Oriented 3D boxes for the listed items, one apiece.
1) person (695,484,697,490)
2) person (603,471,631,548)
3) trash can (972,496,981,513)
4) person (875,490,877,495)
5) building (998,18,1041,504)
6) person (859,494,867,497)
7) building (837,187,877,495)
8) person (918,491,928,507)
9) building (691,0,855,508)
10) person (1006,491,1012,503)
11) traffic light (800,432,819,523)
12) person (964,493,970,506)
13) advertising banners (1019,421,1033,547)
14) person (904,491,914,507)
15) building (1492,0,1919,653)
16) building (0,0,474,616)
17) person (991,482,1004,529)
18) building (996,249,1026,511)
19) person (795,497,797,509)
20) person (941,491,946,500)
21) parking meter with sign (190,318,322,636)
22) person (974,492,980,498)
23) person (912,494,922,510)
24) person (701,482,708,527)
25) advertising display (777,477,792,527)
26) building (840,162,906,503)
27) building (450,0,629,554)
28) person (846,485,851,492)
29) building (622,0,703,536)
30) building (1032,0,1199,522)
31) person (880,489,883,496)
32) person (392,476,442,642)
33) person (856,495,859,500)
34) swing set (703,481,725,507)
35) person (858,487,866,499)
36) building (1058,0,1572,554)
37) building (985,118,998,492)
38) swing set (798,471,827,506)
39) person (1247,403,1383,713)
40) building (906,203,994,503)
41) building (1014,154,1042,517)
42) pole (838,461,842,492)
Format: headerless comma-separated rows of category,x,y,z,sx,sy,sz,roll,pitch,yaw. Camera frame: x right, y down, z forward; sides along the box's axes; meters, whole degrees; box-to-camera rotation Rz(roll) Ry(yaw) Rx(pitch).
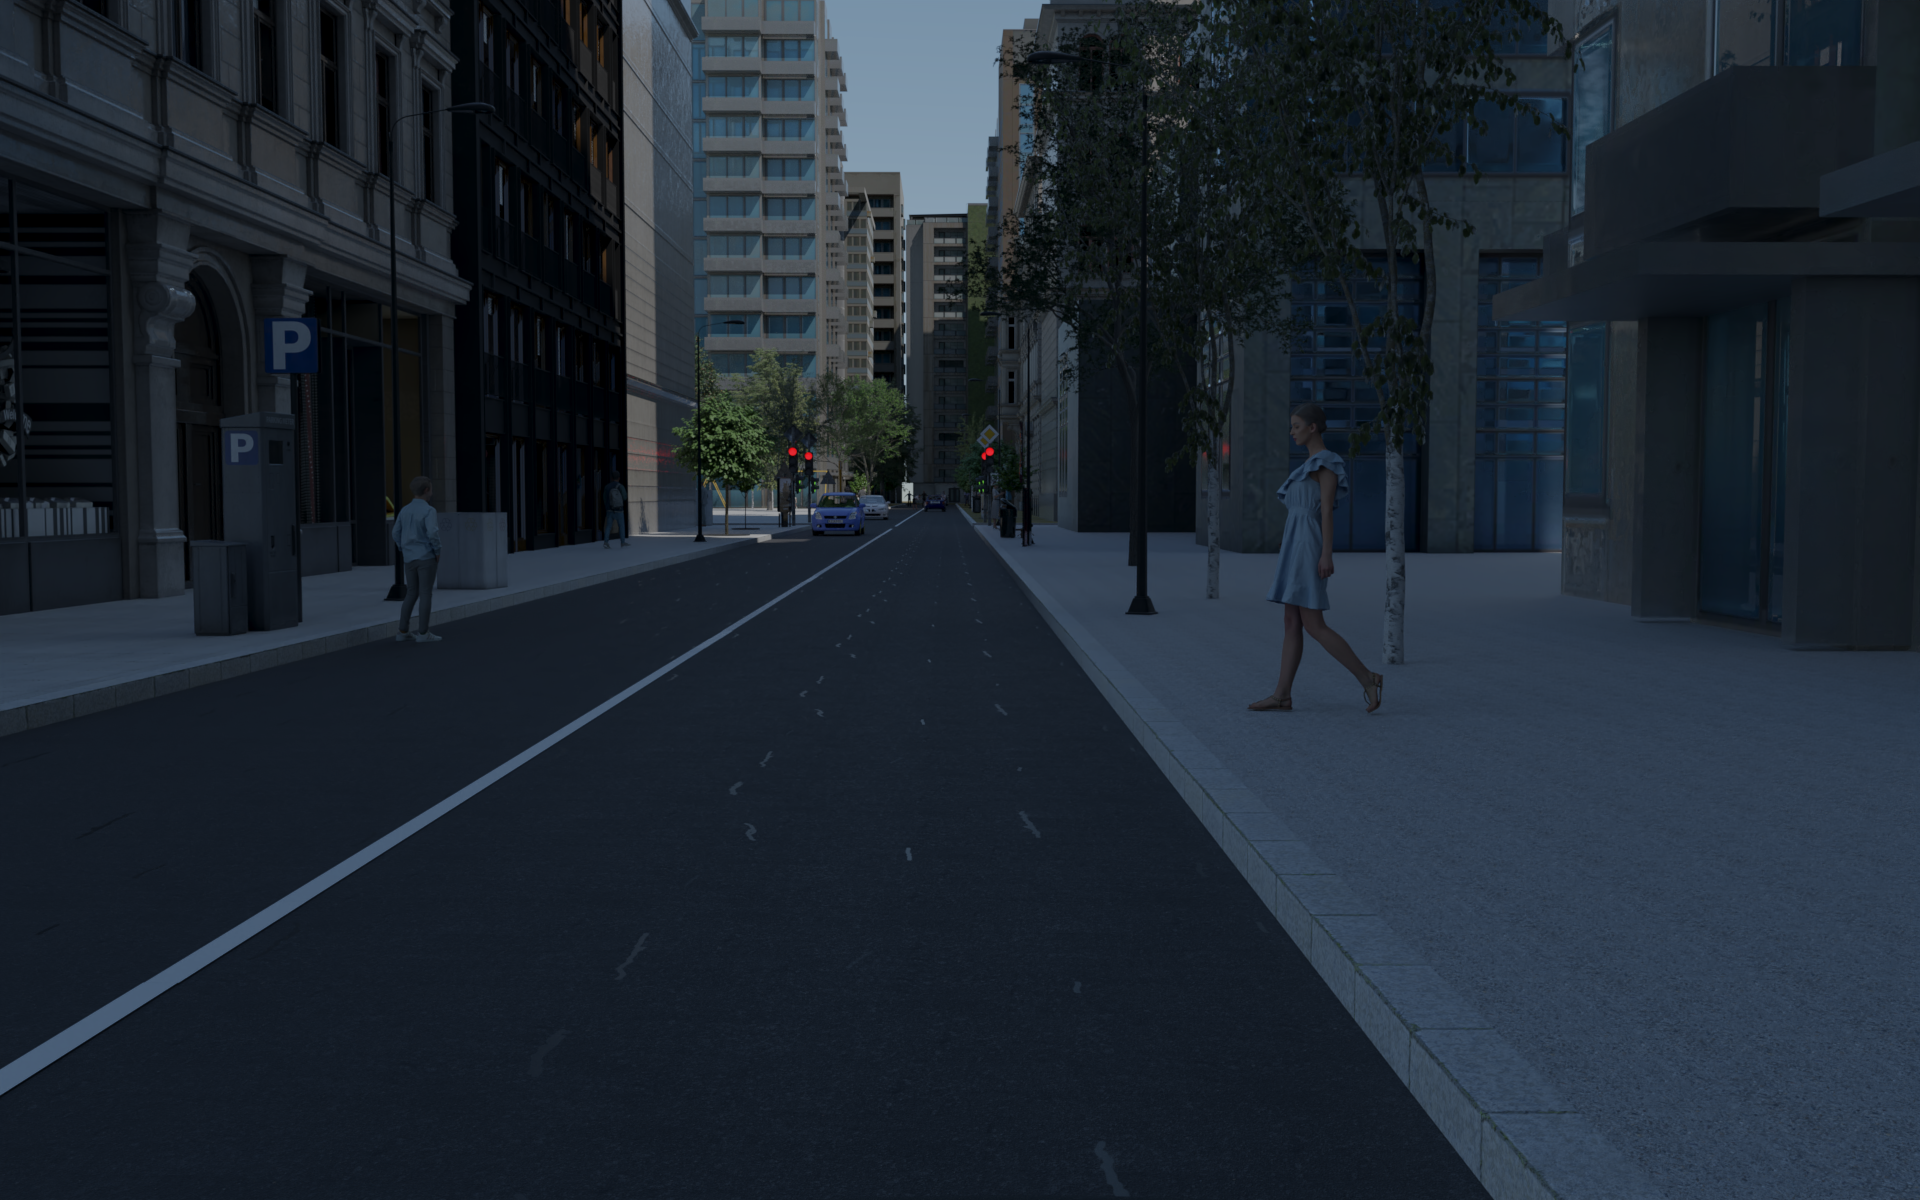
person,-12.128,-4.489,79.324,0.818,1.842,0.514,-3,5,-42
person,-8.119,-2.116,40.620,0.794,1.824,0.713,2,4,35
trash can,1.137,-6.416,116.550,0.748,1.137,0.748,0,3,0
person,-9.757,-12.023,203.136,0.721,1.766,1.217,1,4,14
building,10.746,-31.502,165.173,14.600,45.320,14.200,0,4,0
person,-10.666,-11.389,192.957,1.217,1.736,0.721,-1,4,-18
building,-22.357,-31.734,210.739,23.993,40.220,32.217,0,4,0
person,-4.068,-11.481,196.348,1.348,1.807,0.705,-1,4,-11
building,-22.386,-33.522,167.699,23.786,49.044,30.456,0,4,0
person,2.925,-5.946,103.599,0.444,1.785,0.601,3,5,41
traffic light,-6.747,-5.431,77.711,0.839,4.253,0.868,0,4,0
person,0.749,-11.389,192.128,0.709,1.838,0.599,-1,4,-14
advertising banners,1.600,-2.823,42.342,0.090,3.025,2.074,1,4,11
person,-5.752,-11.517,196.785,1.348,1.826,0.705,-1,4,-10
building,17.321,-23.756,8.021,23.786,49.044,30.456,0,4,0
building,-14.082,-9.957,13.707,10.553,20.767,40.483,0,4,0
person,1.390,-3.475,63.429,0.524,1.755,0.480,0,4,7
building,10.112,-19.324,135.030,14.460,24.649,34.723,0,4,0
person,-14.080,-8.313,146.978,0.505,1.210,0.382,-1,4,-11
person,-1.524,-9.305,161.313,0.621,1.740,0.551,0,4,5
parking meter with sign,-6.668,-1.232,16.406,0.543,3.016,1.738,0,4,4
person,1.402,-8.690,148.480,0.532,1.782,0.716,-3,5,-41
person,-3.904,-8.857,156.496,0.799,1.438,0.628,-2,4,-26
person,-10.142,-3.801,68.287,0.391,1.810,0.635,0,4,-2
advertising display,-6.771,-3.768,66.821,0.123,1.923,0.974,1,4,23
building,-18.715,-38.134,247.192,21.600,48.544,21.300,0,4,0
building,-15.726,-12.969,41.722,12.332,23.373,15.834,0,4,0
person,-4.504,-3.669,68.825,0.599,1.781,0.374,-1,4,-15
building,-31.583,-17.230,58.124,44.131,29.872,17.030,0,4,0
building,15.443,-18.272,86.136,23.554,28.519,14.401,0,4,0
person,-8.353,-10.964,185.438,0.705,1.807,1.348,0,4,2
person,-5.225,-0.396,16.792,0.589,1.601,0.330,3,4,37
person,-8.122,-7.658,136.266,0.505,1.210,0.382,-1,4,-18
swing set,-20.853,-8.988,144.575,2.862,2.851,3.119,0,4,-5
person,-7.503,-7.744,132.462,0.655,1.846,0.447,0,4,-3
building,15.122,-45.109,50.206,22.319,86.520,31.000,0,4,0
building,14.366,-36.190,211.322,23.786,49.044,30.456,0,4,0
swing set,-10.255,-7.293,116.855,3.119,2.851,2.862,0,4,4
person,2.092,-0.247,10.169,0.778,1.811,0.616,1,4,12
building,-0.661,-34.353,245.272,14.086,41.232,14.154,0,4,0
building,9.164,-17.005,106.905,11.050,23.489,19.941,0,4,0
pole,-7.405,-6.919,106.969,0.158,3.312,0.155,0,3,0
